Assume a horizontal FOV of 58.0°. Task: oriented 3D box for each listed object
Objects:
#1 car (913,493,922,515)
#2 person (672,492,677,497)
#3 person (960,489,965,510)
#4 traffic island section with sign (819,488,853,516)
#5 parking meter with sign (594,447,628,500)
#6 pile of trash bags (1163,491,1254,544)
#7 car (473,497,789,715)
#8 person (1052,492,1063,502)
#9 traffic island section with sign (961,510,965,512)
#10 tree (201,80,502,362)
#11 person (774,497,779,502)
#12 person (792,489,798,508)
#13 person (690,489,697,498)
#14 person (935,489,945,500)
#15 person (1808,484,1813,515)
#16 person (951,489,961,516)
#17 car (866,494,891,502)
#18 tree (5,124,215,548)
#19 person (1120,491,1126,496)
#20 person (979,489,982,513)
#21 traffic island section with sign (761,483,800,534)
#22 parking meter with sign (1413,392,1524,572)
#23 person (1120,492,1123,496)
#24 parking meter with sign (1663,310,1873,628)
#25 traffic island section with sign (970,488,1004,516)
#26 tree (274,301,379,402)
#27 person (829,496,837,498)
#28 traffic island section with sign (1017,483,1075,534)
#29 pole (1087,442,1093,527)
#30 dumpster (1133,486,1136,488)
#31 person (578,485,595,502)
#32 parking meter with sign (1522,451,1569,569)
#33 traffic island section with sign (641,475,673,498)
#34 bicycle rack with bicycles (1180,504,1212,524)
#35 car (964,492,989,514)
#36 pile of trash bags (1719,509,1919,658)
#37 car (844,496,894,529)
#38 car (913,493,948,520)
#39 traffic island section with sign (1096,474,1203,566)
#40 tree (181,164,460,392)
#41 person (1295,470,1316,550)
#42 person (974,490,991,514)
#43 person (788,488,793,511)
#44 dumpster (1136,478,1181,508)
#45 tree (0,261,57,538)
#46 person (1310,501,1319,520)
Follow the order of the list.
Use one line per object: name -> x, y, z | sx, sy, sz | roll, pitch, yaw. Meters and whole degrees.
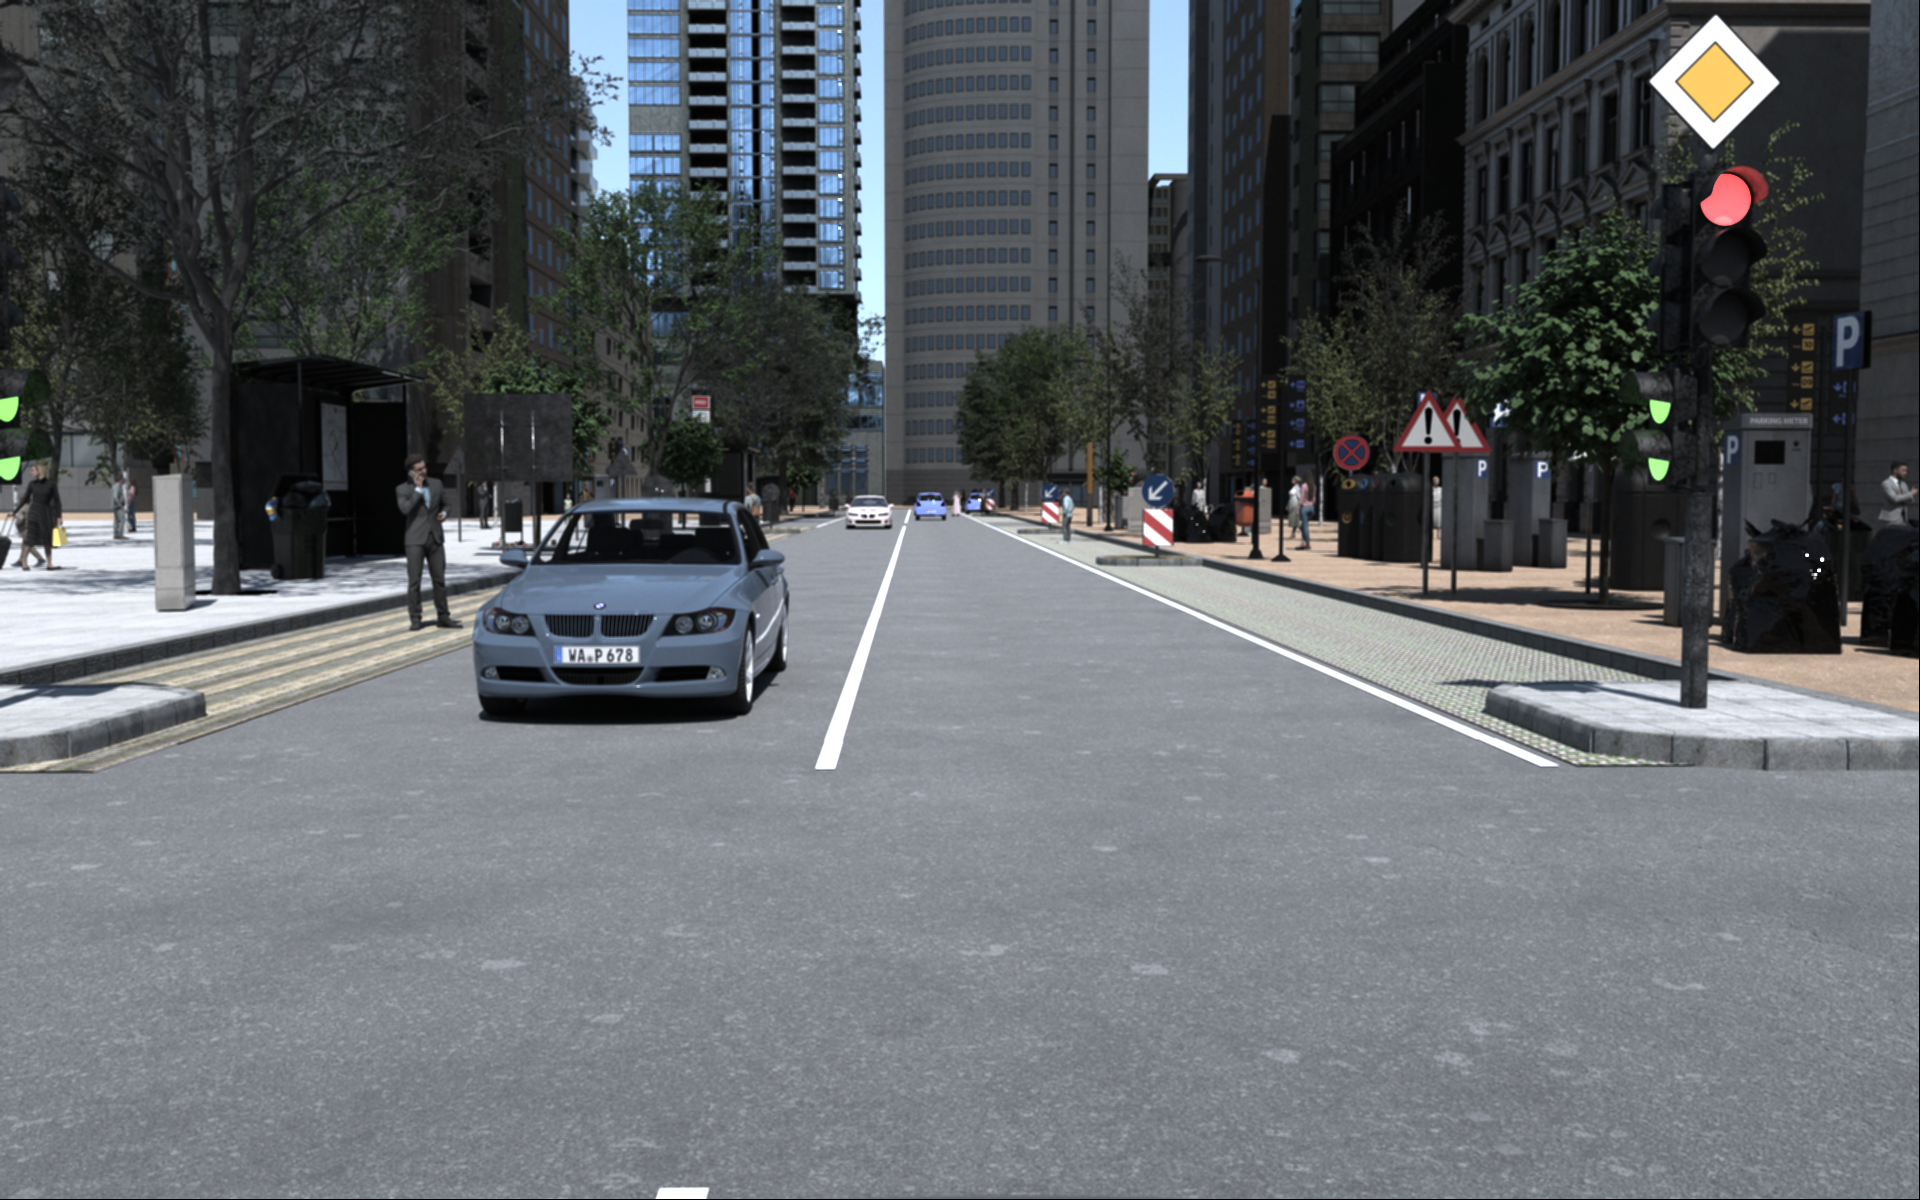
car -> -2.268, -6.640, 118.156 | 1.945, 1.707, 3.694 | 0, 4, -1
person -> -25.197, -8.802, 153.183 | 0.991, 1.433, 0.599 | 2, 4, 31
person -> 0.216, -8.256, 143.493 | 0.705, 1.822, 1.348 | 1, 4, 16
traffic island section with sign -> -8.116, -6.347, 112.400 | 1.989, 1.847, 2.006 | 0, 4, -1
parking meter with sign -> -13.331, -4.206, 65.034 | 1.738, 3.016, 0.543 | 1, 4, 23
pile of trash bags -> 6.646, -2.194, 45.626 | 1.912, 1.369, 3.447 | -2, 4, -28
car -> -2.258, -0.048, 12.786 | 2.014, 1.417, 4.499 | 0, 4, -1
person -> 5.750, -5.670, 101.973 | 0.697, 1.427, 0.421 | 2, 4, 27
traffic island section with sign -> 1.099, -7.979, 139.084 | 1.989, 1.847, 2.006 | 0, 4, -1
tree -> -25.752, -13.470, 76.117 | 12.611, 20.169, 13.585 | 0, 3, 0
person -> -14.227, -7.644, 134.260 | 0.421, 1.427, 0.697 | -1, 4, -20
person -> -15.454, -9.426, 160.873 | 0.721, 1.743, 1.217 | 3, 4, 36
person -> -23.822, -9.054, 154.529 | 0.568, 1.767, 0.683 | 1, 4, 17
person -> -1.812, -7.823, 136.413 | 1.348, 1.823, 0.705 | -2, 4, -25
person -> 17.428, -1.830, 36.145 | 0.590, 1.801, 0.661 | -1, 4, -18
person -> -0.243, -6.295, 112.095 | 0.621, 1.740, 0.551 | 2, 4, 27
car -> -5.897, -6.639, 120.344 | 2.131, 1.459, 4.920 | 0, 4, -3
tree -> -21.119, -6.492, 40.557 | 7.601, 10.594, 8.767 | 0, 4, -2
person -> 9.501, -5.685, 99.709 | 1.217, 1.735, 0.721 | 1, 4, 22
person -> 1.595, -7.568, 132.255 | 0.705, 1.822, 1.348 | 1, 4, 15
traffic island section with sign -> -6.856, -3.339, 63.214 | 1.989, 1.847, 2.006 | 0, 4, -1
parking meter with sign -> 8.470, -2.006, 29.060 | 0.543, 3.016, 1.738 | -3, 4, -38
person -> 15.265, -9.477, 161.783 | 1.217, 1.735, 0.721 | 0, 4, 1
parking meter with sign -> 7.748, -1.250, 16.700 | 1.738, 3.016, 0.543 | 0, 4, -2
traffic island section with sign -> 1.806, -6.331, 112.138 | 1.989, 1.847, 2.006 | 0, 4, -1
tree -> -24.048, -7.045, 65.545 | 4.737, 8.622, 4.395 | 0, 3, 0
person -> -12.237, -9.708, 167.236 | 0.705, 1.824, 1.348 | -3, 5, -45
traffic island section with sign -> 3.092, -3.299, 62.562 | 1.989, 1.847, 2.006 | 0, 4, -1
pole -> 5.115, -4.552, 68.273 | 0.158, 3.312, 0.155 | 0, 3, 0
dumpster -> 7.425, -3.774, 67.455 | 1.264, 1.857, 1.865 | 0, 4, -1
person -> -22.505, -6.004, 104.301 | 1.348, 1.812, 0.705 | -3, 4, -38
parking meter with sign -> 10.042, -2.097, 30.549 | 0.543, 3.016, 1.738 | -1, 4, -20
traffic island section with sign -> -6.129, -1.616, 35.053 | 1.989, 1.847, 2.006 | 0, 4, -1
bicycle rack with bicycles -> 7.972, -3.105, 64.152 | 2.852, 0.926, 2.925 | -1, 4, -10
car -> 1.269, -6.995, 123.953 | 1.945, 1.707, 3.694 | 0, 4, -2
pile of trash bags -> 7.948, -0.258, 13.967 | 3.447, 1.369, 1.912 | 2, 4, 31
car -> -3.793, -3.690, 72.700 | 2.083, 1.381, 4.827 | 0, 4, -1
car -> -1.612, -5.271, 95.772 | 1.945, 1.707, 3.694 | 0, 4, -1
traffic island section with sign -> 3.795, -1.619, 35.102 | 1.989, 1.847, 2.006 | 0, 4, -1
tree -> -19.711, -7.816, 53.542 | 9.928, 11.665, 9.643 | 0, 3, 0
person -> 7.924, -2.051, 39.593 | 0.388, 1.821, 0.555 | 3, 5, 43
person -> 1.584, -6.680, 118.443 | 1.217, 1.736, 0.721 | 1, 4, 15
person -> -12.534, -7.472, 128.151 | 0.705, 1.831, 1.348 | 0, 4, 5
dumpster -> 7.000, -3.350, 60.533 | 1.264, 1.857, 1.865 | 0, 4, -2
tree -> -27.674, -6.125, 50.508 | 4.737, 8.622, 4.395 | 0, 3, 0
person -> 17.344, -4.855, 85.608 | 0.419, 1.800, 0.721 | -3, 4, -39
